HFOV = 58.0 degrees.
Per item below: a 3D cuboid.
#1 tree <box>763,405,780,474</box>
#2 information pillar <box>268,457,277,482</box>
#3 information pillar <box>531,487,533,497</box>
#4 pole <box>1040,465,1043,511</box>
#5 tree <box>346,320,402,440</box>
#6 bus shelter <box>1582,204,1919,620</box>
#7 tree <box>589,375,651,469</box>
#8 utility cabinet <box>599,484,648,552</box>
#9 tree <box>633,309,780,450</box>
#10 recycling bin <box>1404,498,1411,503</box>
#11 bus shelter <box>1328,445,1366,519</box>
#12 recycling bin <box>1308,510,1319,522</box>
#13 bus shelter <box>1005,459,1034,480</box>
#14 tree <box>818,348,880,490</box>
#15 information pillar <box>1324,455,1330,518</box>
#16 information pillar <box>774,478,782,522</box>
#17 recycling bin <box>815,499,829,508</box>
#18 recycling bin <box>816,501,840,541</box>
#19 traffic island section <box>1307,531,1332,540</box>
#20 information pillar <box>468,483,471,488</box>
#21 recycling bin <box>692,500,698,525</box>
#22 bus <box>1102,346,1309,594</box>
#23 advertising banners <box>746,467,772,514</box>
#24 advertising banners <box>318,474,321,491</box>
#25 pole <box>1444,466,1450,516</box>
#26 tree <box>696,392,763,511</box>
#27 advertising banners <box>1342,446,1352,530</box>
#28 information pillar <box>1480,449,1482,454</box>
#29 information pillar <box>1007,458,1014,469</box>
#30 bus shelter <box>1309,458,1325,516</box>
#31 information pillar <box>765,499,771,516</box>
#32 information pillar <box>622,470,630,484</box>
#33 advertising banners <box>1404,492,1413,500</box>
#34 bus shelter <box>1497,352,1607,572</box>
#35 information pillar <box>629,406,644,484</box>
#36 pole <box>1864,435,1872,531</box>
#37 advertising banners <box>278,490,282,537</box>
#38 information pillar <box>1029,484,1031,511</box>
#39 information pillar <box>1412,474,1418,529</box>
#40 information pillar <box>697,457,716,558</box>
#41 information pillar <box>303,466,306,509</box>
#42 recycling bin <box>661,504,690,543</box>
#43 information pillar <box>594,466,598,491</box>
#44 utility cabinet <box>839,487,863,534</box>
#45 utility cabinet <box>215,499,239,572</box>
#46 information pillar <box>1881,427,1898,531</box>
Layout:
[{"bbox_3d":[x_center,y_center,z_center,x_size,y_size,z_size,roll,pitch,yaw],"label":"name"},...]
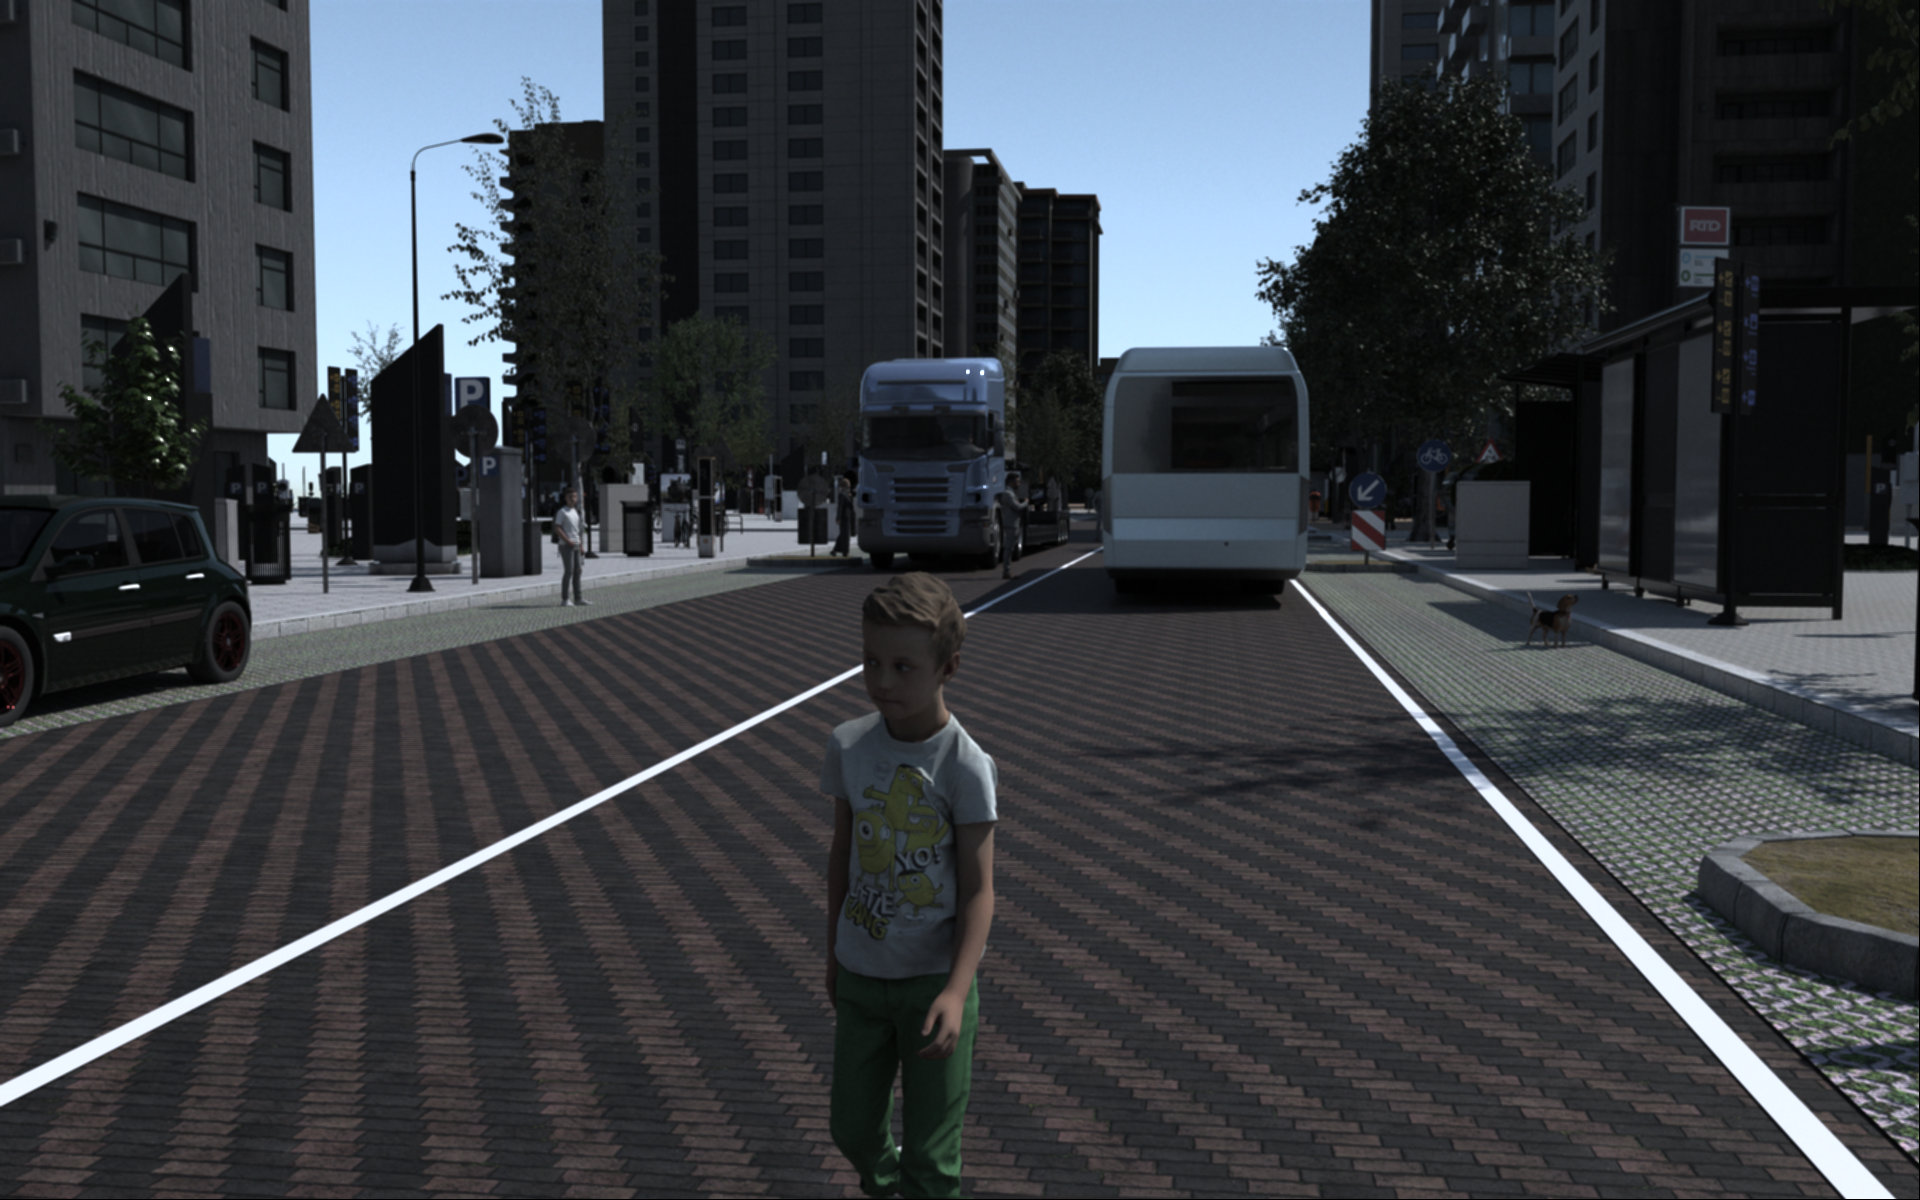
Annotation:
[{"bbox_3d":[-15.885,-11.143,132.557,4.737,8.622,4.395,0,3,0],"label":"tree"},{"bbox_3d":[-42.732,-7.113,107.644,0.504,3.616,0.183,-2,4,-29],"label":"information pillar"},{"bbox_3d":[-31.629,-7.513,127.322,0.304,2.012,0.304,3,5,42],"label":"information pillar"},{"bbox_3d":[5.501,-7.541,117.140,0.158,3.312,0.155,0,3,0],"label":"pole"},{"bbox_3d":[-24.009,-7.529,73.463,4.360,8.622,3.978,0,3,0],"label":"tree"},{"bbox_3d":[9.279,-2.700,21.779,2.179,5.291,8.768,0,4,8],"label":"bus shelter"},{"bbox_3d":[-20.725,-9.531,106.199,4.737,8.622,4.395,0,3,0],"label":"tree"},{"bbox_3d":[-7.455,-1.816,38.367,0.318,1.500,1.173,3,4,38],"label":"utility cabinet"},{"bbox_3d":[-14.136,-10.426,96.217,9.928,11.665,9.643,0,3,0],"label":"tree"},{"bbox_3d":[29.776,-6.343,116.257,0.722,1.027,0.722,-1,4,-12],"label":"recycling bin"},{"bbox_3d":[18.805,-5.733,85.020,1.731,3.624,6.357,0,4,8],"label":"bus shelter"},{"bbox_3d":[16.355,-4.210,81.380,0.722,1.027,0.722,-2,4,-27],"label":"recycling bin"},{"bbox_3d":[3.181,-6.731,103.979,2.014,3.302,5.546,0,4,8],"label":"bus shelter"},{"bbox_3d":[-4.868,-8.438,88.316,4.360,8.622,3.978,0,3,0],"label":"tree"},{"bbox_3d":[20.116,-6.302,94.391,0.504,3.616,0.183,2,4,28],"label":"information pillar"},{"bbox_3d":[-8.415,-4.619,80.017,0.304,2.012,0.304,-1,4,-19],"label":"information pillar"},{"bbox_3d":[-7.502,-4.946,93.417,0.722,1.027,0.722,1,4,22],"label":"recycling bin"},{"bbox_3d":[-3.417,-2.122,47.245,0.722,1.027,0.722,1,4,10],"label":"recycling bin"},{"bbox_3d":[10.687,-2.000,54.979,2.009,0.180,2.903,1,4,8],"label":"traffic island section"},{"bbox_3d":[-33.831,-7.060,119.928,0.304,2.012,0.304,3,4,38],"label":"information pillar"},{"bbox_3d":[-11.407,-3.720,73.371,0.722,1.027,0.722,1,4,18],"label":"recycling bin"},{"bbox_3d":[3.846,-2.038,28.187,2.948,3.499,13.247,0,4,7],"label":"bus"},{"bbox_3d":[-12.622,-6.979,110.300,2.074,3.025,0.090,0,4,4],"label":"advertising banners"},{"bbox_3d":[-53.950,-9.314,148.475,2.074,3.025,0.090,0,4,-3],"label":"advertising banners"},{"bbox_3d":[22.259,-5.215,79.107,0.158,3.312,0.155,0,3,0],"label":"pole"},{"bbox_3d":[-17.440,-10.669,124.807,4.737,8.622,4.395,0,3,0],"label":"tree"},{"bbox_3d":[13.979,-4.060,62.572,0.090,3.025,2.074,0,4,5],"label":"advertising banners"},{"bbox_3d":[23.679,-5.319,78.315,0.183,3.616,0.504,-3,5,-45],"label":"information pillar"},{"bbox_3d":[3.279,-7.342,111.403,0.504,3.616,0.183,-2,4,-27],"label":"information pillar"},{"bbox_3d":[20.566,-6.405,98.646,2.014,3.302,5.546,1,4,8],"label":"bus shelter"},{"bbox_3d":[-11.348,-5.972,102.139,0.304,2.012,0.304,-1,4,-16],"label":"information pillar"},{"bbox_3d":[-10.307,-3.024,53.936,0.304,2.012,0.304,2,4,31],"label":"information pillar"},{"bbox_3d":[32.619,-7.843,124.422,2.074,3.025,0.090,-2,4,-30],"label":"advertising banners"},{"bbox_3d":[11.159,-2.467,31.620,1.731,3.624,6.357,1,4,8],"label":"bus shelter"},{"bbox_3d":[-8.658,-3.364,46.364,0.183,3.616,0.504,2,4,30],"label":"information pillar"},{"bbox_3d":[31.482,-4.050,60.054,0.158,3.312,0.155,0,3,0],"label":"pole"},{"bbox_3d":[-21.086,-3.380,51.454,0.090,3.025,2.074,2,4,34],"label":"advertising banners"},{"bbox_3d":[4.939,-7.339,124.488,0.304,2.012,0.304,0,4,-6],"label":"information pillar"},{"bbox_3d":[16.489,-3.532,62.247,0.304,2.012,0.304,-2,4,-29],"label":"information pillar"},{"bbox_3d":[-5.092,-1.854,34.810,0.304,2.012,0.304,0,4,2],"label":"information pillar"},{"bbox_3d":[-55.173,-9.441,145.721,0.183,3.616,0.504,-1,4,-13],"label":"information pillar"},{"bbox_3d":[-7.592,-2.054,46.130,0.722,1.027,0.722,-1,4,-11],"label":"recycling bin"},{"bbox_3d":[-29.954,-9.247,142.542,0.183,3.616,0.504,-3,5,-43],"label":"information pillar"},{"bbox_3d":[-3.266,-2.799,54.438,1.173,1.500,0.318,3,5,41],"label":"utility cabinet"},{"bbox_3d":[-10.493,-0.778,23.878,1.020,1.237,0.306,0,4,8],"label":"utility cabinet"},{"bbox_3d":[32.422,-4.226,60.450,0.504,3.616,0.183,2,4,32],"label":"information pillar"}]
